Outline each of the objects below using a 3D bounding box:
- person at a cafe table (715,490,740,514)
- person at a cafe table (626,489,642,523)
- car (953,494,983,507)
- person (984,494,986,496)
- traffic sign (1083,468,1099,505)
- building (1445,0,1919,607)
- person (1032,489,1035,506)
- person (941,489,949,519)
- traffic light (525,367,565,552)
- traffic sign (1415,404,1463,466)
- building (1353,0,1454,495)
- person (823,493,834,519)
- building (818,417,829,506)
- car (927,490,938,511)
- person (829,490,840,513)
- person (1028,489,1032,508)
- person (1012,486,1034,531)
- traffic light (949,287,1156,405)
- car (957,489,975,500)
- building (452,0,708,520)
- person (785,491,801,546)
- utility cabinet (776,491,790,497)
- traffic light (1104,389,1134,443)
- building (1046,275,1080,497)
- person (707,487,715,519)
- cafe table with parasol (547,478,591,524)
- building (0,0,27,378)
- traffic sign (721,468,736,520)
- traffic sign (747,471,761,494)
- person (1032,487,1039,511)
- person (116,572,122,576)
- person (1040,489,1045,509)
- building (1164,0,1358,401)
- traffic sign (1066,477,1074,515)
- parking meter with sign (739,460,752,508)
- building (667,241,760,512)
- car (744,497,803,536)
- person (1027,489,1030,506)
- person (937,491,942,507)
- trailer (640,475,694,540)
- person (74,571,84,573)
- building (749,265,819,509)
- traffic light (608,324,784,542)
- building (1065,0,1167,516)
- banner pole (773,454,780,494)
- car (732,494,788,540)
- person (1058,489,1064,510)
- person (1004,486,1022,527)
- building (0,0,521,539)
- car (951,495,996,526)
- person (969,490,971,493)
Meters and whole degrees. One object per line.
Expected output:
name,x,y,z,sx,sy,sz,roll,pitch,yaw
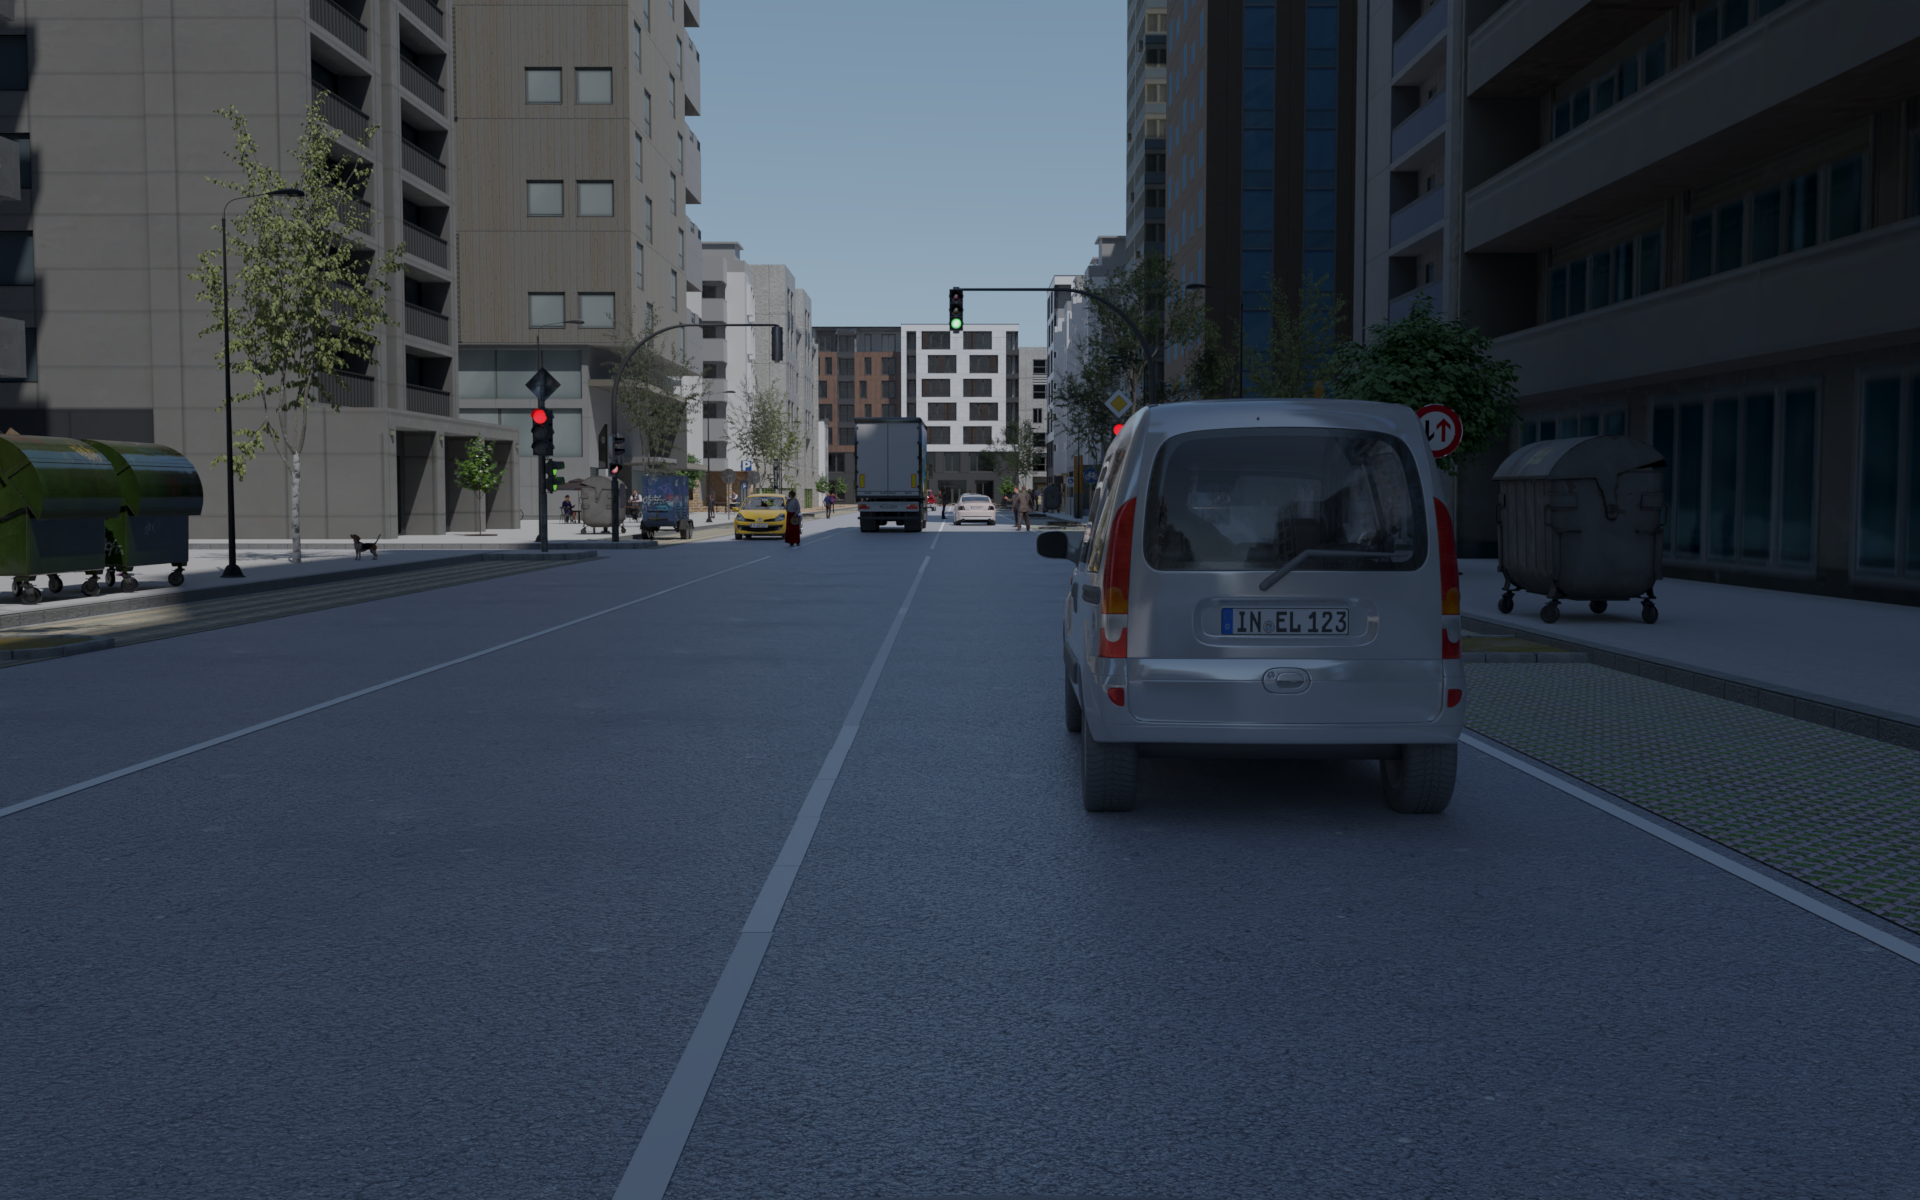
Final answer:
person at a cafe table,-15.285,-6.506,114.895,1.622,1.524,1.698,-3,5,-44
person at a cafe table,-14.796,-4.258,78.125,1.698,1.524,1.622,1,4,12
car,0.619,-4.872,89.439,2.009,1.686,4.222,0,4,2
person,2.559,-10.074,176.447,0.421,1.427,0.697,1,4,9
traffic sign,6.320,-5.087,83.281,0.768,2.556,0.104,0,4,5
building,20.496,-24.435,23.216,21.300,48.544,21.600,0,3,0
person,7.773,-10.957,185.157,0.705,1.831,1.348,-1,4,-23
person,-0.839,-5.494,99.142,0.431,1.722,0.655,0,4,6
traffic light,-9.193,-3.019,38.288,0.839,4.253,0.868,0,3,0
traffic sign,6.705,-1.493,24.522,0.768,2.556,0.104,0,4,3
building,29.333,-31.512,57.225,28.212,58.520,21.231,0,3,0
person,-7.573,-5.464,100.526,0.600,1.496,0.574,-3,4,-37
building,-28.724,-15.192,190.539,28.070,9.664,9.099,0,3,0
car,-3.063,-8.405,146.101,2.281,1.827,5.304,0,4,2
person,-9.590,-7.397,130.118,1.217,1.739,0.721,1,4,14
person,6.371,-9.130,155.841,0.617,1.759,0.750,-2,4,-30
person,2.437,-3.578,67.545,0.990,1.755,0.434,-1,4,-23
traffic light,2.137,-3.885,38.184,4.771,5.953,1.251,0,3,0
car,0.819,-7.391,129.885,2.155,1.783,4.494,0,4,1
building,-29.450,-31.025,96.505,28.713,52.752,27.495,0,3,0
person,-4.584,-2.240,47.592,0.523,1.526,0.387,2,4,34
utility cabinet,-11.271,-6.278,111.330,1.173,1.500,0.318,2,4,29
traffic light,4.214,-3.510,46.314,0.839,4.253,0.868,0,3,0
building,22.703,-20.428,177.975,27.936,21.610,32.646,0,3,0
person,-13.038,-5.091,90.752,0.415,1.643,0.593,0,4,-6
cafe table with parasol,-16.442,-4.271,74.697,2.610,1.966,2.610,0,4,4
building,-32.436,-24.712,23.643,30.456,49.044,23.786,0,3,0
traffic sign,-11.514,-5.266,86.210,0.768,2.556,0.104,1,4,9
traffic sign,-11.356,-5.822,95.302,0.768,2.556,0.104,0,4,0
person,5.713,-7.696,131.742,0.599,1.838,0.709,0,4,5
person,-12.999,-1.077,26.884,0.726,1.435,0.776,0,4,-2
person,6.908,-8.411,144.230,0.551,1.740,0.621,1,4,19
building,17.159,-26.225,78.884,14.600,45.320,14.200,0,3,0
traffic sign,6.616,-6.205,103.587,0.606,2.300,0.079,0,4,6
parking meter with sign,-11.276,-5.774,90.664,0.543,3.016,1.738,-1,4,-14
building,-23.159,-16.597,127.776,16.016,20.091,11.380,0,3,0
car,-6.502,-2.916,60.256,1.945,1.354,3.894,0,4,2
person,7.149,-10.522,178.043,1.348,1.831,0.705,-2,4,-30
person,-2.198,-11.495,196.959,0.721,1.766,1.217,3,5,45
trailer,-9.246,-2.861,53.826,1.471,1.999,3.904,0,4,1
person,-14.662,-1.317,28.296,0.841,1.734,0.376,-1,4,-9
building,-21.839,-17.302,149.346,16.747,18.905,31.486,0,3,0
traffic light,-7.115,-4.382,46.312,4.771,5.953,1.251,0,3,0
building,23.040,-25.334,106.096,32.217,40.220,23.993,0,3,0
banner pole,-11.377,-7.209,107.885,0.401,3.779,0.863,-3,5,-41
car,-6.212,-2.767,55.462,2.015,1.641,3.980,0,4,0
person,7.700,-7.879,135.654,1.217,1.735,0.721,-2,4,-35
person,2.333,-4.010,74.601,0.750,1.759,0.617,-2,4,-33
building,-26.404,-37.855,57.179,20.563,71.187,20.611,0,3,0
car,0.659,-4.143,80.092,2.083,1.381,4.827,0,4,-2
person,0.977,-10.585,181.495,0.705,1.831,1.348,2,4,25
